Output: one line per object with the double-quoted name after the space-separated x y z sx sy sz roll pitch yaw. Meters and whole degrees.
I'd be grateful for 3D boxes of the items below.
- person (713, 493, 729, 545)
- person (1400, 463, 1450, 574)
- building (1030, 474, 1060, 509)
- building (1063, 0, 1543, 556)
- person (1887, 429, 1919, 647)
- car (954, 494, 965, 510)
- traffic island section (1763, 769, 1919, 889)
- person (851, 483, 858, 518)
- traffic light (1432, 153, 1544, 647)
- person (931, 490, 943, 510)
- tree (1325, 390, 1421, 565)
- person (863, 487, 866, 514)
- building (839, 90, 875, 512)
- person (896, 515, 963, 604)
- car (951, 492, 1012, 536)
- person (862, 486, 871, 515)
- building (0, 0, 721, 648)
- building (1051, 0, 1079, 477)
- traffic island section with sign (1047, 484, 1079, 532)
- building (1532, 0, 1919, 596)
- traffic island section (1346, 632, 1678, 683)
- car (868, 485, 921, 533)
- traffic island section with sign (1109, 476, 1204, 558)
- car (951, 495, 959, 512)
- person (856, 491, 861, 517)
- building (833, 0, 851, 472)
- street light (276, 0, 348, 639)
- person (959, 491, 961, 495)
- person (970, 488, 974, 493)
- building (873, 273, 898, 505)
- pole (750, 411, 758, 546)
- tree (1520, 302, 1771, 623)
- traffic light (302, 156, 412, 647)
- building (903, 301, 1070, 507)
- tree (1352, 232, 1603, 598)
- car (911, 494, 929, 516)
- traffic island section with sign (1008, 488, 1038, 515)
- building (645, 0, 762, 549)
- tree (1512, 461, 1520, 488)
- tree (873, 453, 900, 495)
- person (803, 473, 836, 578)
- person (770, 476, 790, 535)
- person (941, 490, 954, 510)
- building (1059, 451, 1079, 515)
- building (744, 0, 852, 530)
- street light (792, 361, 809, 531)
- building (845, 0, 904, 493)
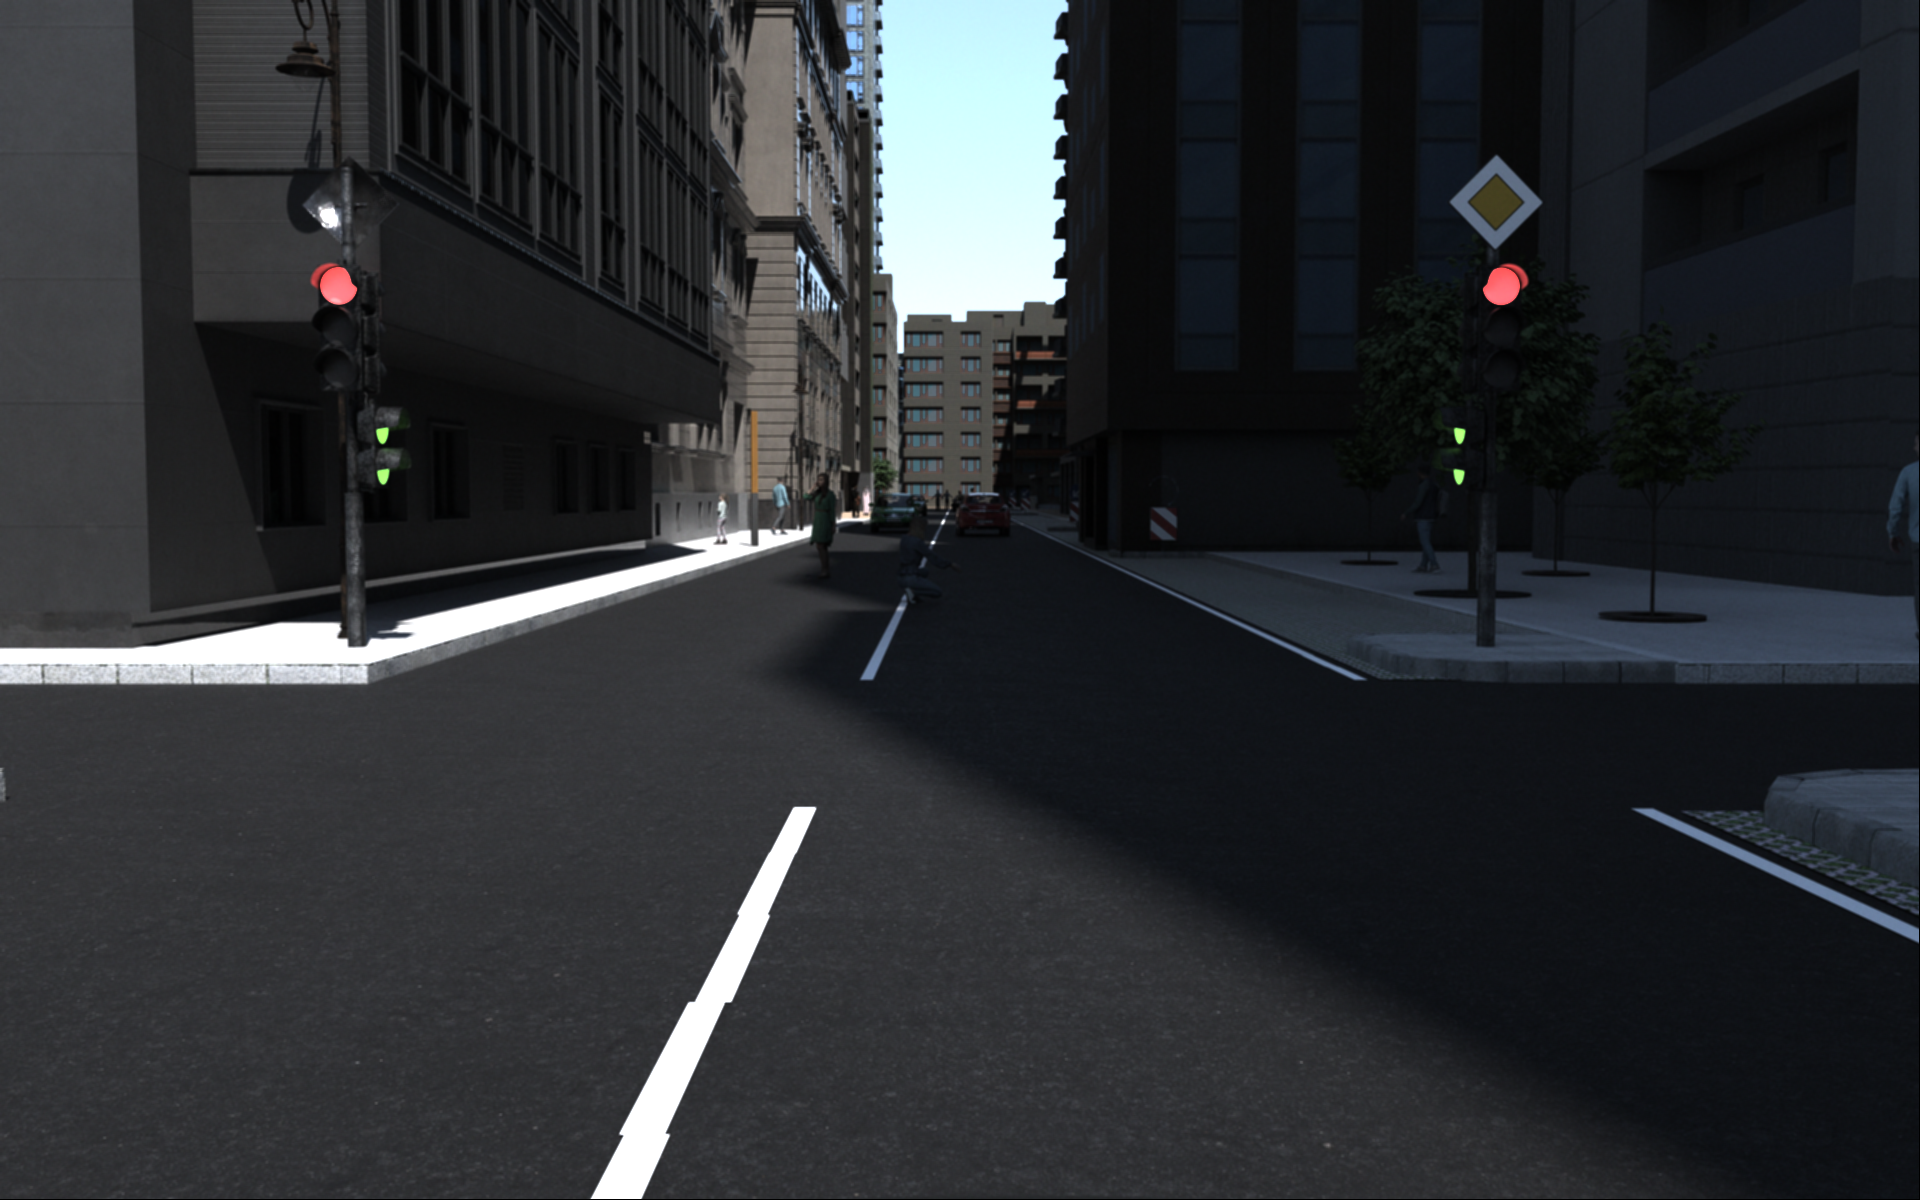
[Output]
-6.090 -2.065 44.078 0.394 1.301 0.425 0 4 5 "person"
7.486 -1.312 27.844 0.721 1.781 0.623 2 4 27 "person"
22.529 -28.215 153.197 32.217 40.220 23.993 0 3 0 "building"
10.111 -24.078 43.793 14.600 45.320 14.200 0 3 0 "building"
7.964 -0.512 14.276 0.748 1.841 0.638 -3 5 -40 "person"
0.565 -7.397 130.725 2.009 1.686 4.222 0 4 1 "car"
4.464 0.959 6.605 2.009 0.180 2.903 0 3 0 "traffic island section"
-5.548 -5.256 91.602 0.705 1.869 1.348 0 4 -1 "person"
4.409 -1.563 14.476 0.839 4.253 0.868 0 3 0 "traffic light"
-1.965 -8.763 151.862 1.350 1.814 0.705 3 5 39 "person"
7.436 -2.271 31.734 1.663 3.219 1.824 0 3 0 "tree"
-5.943 -6.424 111.790 0.721 1.743 1.217 0 4 -2 "person"
-13.564 -21.570 124.377 14.160 30.474 14.107 0 3 0 "building"
-0.546 -0.549 22.980 0.738 1.151 1.012 -2 4 -33 "person"
0.773 -3.136 60.321 2.155 1.783 4.494 0 4 -2 "car"
-5.600 -5.959 104.146 0.551 1.740 0.621 0 4 -2 "person"
-12.221 -14.183 25.394 14.314 27.812 24.014 0 3 0 "building"
18.182 -28.871 126.669 22.147 44.769 28.867 0 3 0 "building"
4.357 -3.538 66.470 1.989 1.847 2.006 0 3 0 "traffic island section with sign"
25.580 -29.508 24.449 28.212 58.520 21.231 0 3 0 "building"
4.449 0.470 14.590 2.009 0.180 2.903 0 3 0 "traffic island section"
-2.465 -3.470 65.530 1.959 1.807 4.718 0 4 -1 "car"
4.402 -1.869 39.188 1.989 1.847 2.006 0 3 0 "traffic island section with sign"
0.250 -7.930 142.242 1.945 1.354 3.894 0 4 1 "car"
-5.684 -5.290 95.787 0.557 1.426 1.065 -2 4 -27 "person"
-20.757 -31.402 102.665 28.713 52.752 27.495 0 3 0 "building"
-5.460 -2.598 15.272 0.468 5.910 1.993 0 3 0 "street light"
-0.113 -9.012 156.559 0.721 1.735 1.217 2 4 27 "person"
0.904 -7.087 124.003 0.705 1.869 1.348 -1 4 -9 "person"
-20.382 -18.829 152.897 28.899 21.520 27.650 0 3 0 "building"
-5.062 -2.983 42.619 0.158 3.312 0.155 0 3 0 "pole"
6.992 -1.403 17.538 1.663 3.219 1.824 0 3 0 "tree"
-5.052 -1.561 14.442 0.839 4.253 0.868 0 3 0 "traffic light"
8.760 -20.926 187.185 28.899 21.520 27.650 0 3 0 "building"
6.543 -2.336 21.910 4.285 4.588 4.351 0 3 0 "tree"
-3.032 -6.285 112.550 2.009 1.686 4.222 0 4 1 "car"
4.260 -6.602 116.572 1.989 1.847 2.006 0 3 0 "traffic island section with sign"
-13.579 -16.020 49.317 14.401 28.519 23.554 0 3 0 "building"
9.347 -2.008 27.440 1.663 3.219 1.824 0 3 0 "tree"
-6.405 -9.377 137.032 4.285 4.588 4.351 0 3 0 "tree"
-2.316 -1.271 29.521 0.600 1.795 0.529 2 4 27 "person"
-5.708 -2.969 54.447 0.748 1.841 0.638 -2 4 -34 "person"
-1.178 -9.225 159.314 1.348 1.826 0.705 2 4 26 "person"
16.764 -40.538 101.043 20.563 71.187 20.611 0 3 0 "building"
-11.528 -16.904 73.642 12.463 27.353 25.104 0 3 0 "building"
-5.559 -5.366 60.519 0.468 5.910 1.993 0 3 0 "street light"
-21.184 -53.190 182.336 31.000 86.520 22.319 0 3 0 "building"
